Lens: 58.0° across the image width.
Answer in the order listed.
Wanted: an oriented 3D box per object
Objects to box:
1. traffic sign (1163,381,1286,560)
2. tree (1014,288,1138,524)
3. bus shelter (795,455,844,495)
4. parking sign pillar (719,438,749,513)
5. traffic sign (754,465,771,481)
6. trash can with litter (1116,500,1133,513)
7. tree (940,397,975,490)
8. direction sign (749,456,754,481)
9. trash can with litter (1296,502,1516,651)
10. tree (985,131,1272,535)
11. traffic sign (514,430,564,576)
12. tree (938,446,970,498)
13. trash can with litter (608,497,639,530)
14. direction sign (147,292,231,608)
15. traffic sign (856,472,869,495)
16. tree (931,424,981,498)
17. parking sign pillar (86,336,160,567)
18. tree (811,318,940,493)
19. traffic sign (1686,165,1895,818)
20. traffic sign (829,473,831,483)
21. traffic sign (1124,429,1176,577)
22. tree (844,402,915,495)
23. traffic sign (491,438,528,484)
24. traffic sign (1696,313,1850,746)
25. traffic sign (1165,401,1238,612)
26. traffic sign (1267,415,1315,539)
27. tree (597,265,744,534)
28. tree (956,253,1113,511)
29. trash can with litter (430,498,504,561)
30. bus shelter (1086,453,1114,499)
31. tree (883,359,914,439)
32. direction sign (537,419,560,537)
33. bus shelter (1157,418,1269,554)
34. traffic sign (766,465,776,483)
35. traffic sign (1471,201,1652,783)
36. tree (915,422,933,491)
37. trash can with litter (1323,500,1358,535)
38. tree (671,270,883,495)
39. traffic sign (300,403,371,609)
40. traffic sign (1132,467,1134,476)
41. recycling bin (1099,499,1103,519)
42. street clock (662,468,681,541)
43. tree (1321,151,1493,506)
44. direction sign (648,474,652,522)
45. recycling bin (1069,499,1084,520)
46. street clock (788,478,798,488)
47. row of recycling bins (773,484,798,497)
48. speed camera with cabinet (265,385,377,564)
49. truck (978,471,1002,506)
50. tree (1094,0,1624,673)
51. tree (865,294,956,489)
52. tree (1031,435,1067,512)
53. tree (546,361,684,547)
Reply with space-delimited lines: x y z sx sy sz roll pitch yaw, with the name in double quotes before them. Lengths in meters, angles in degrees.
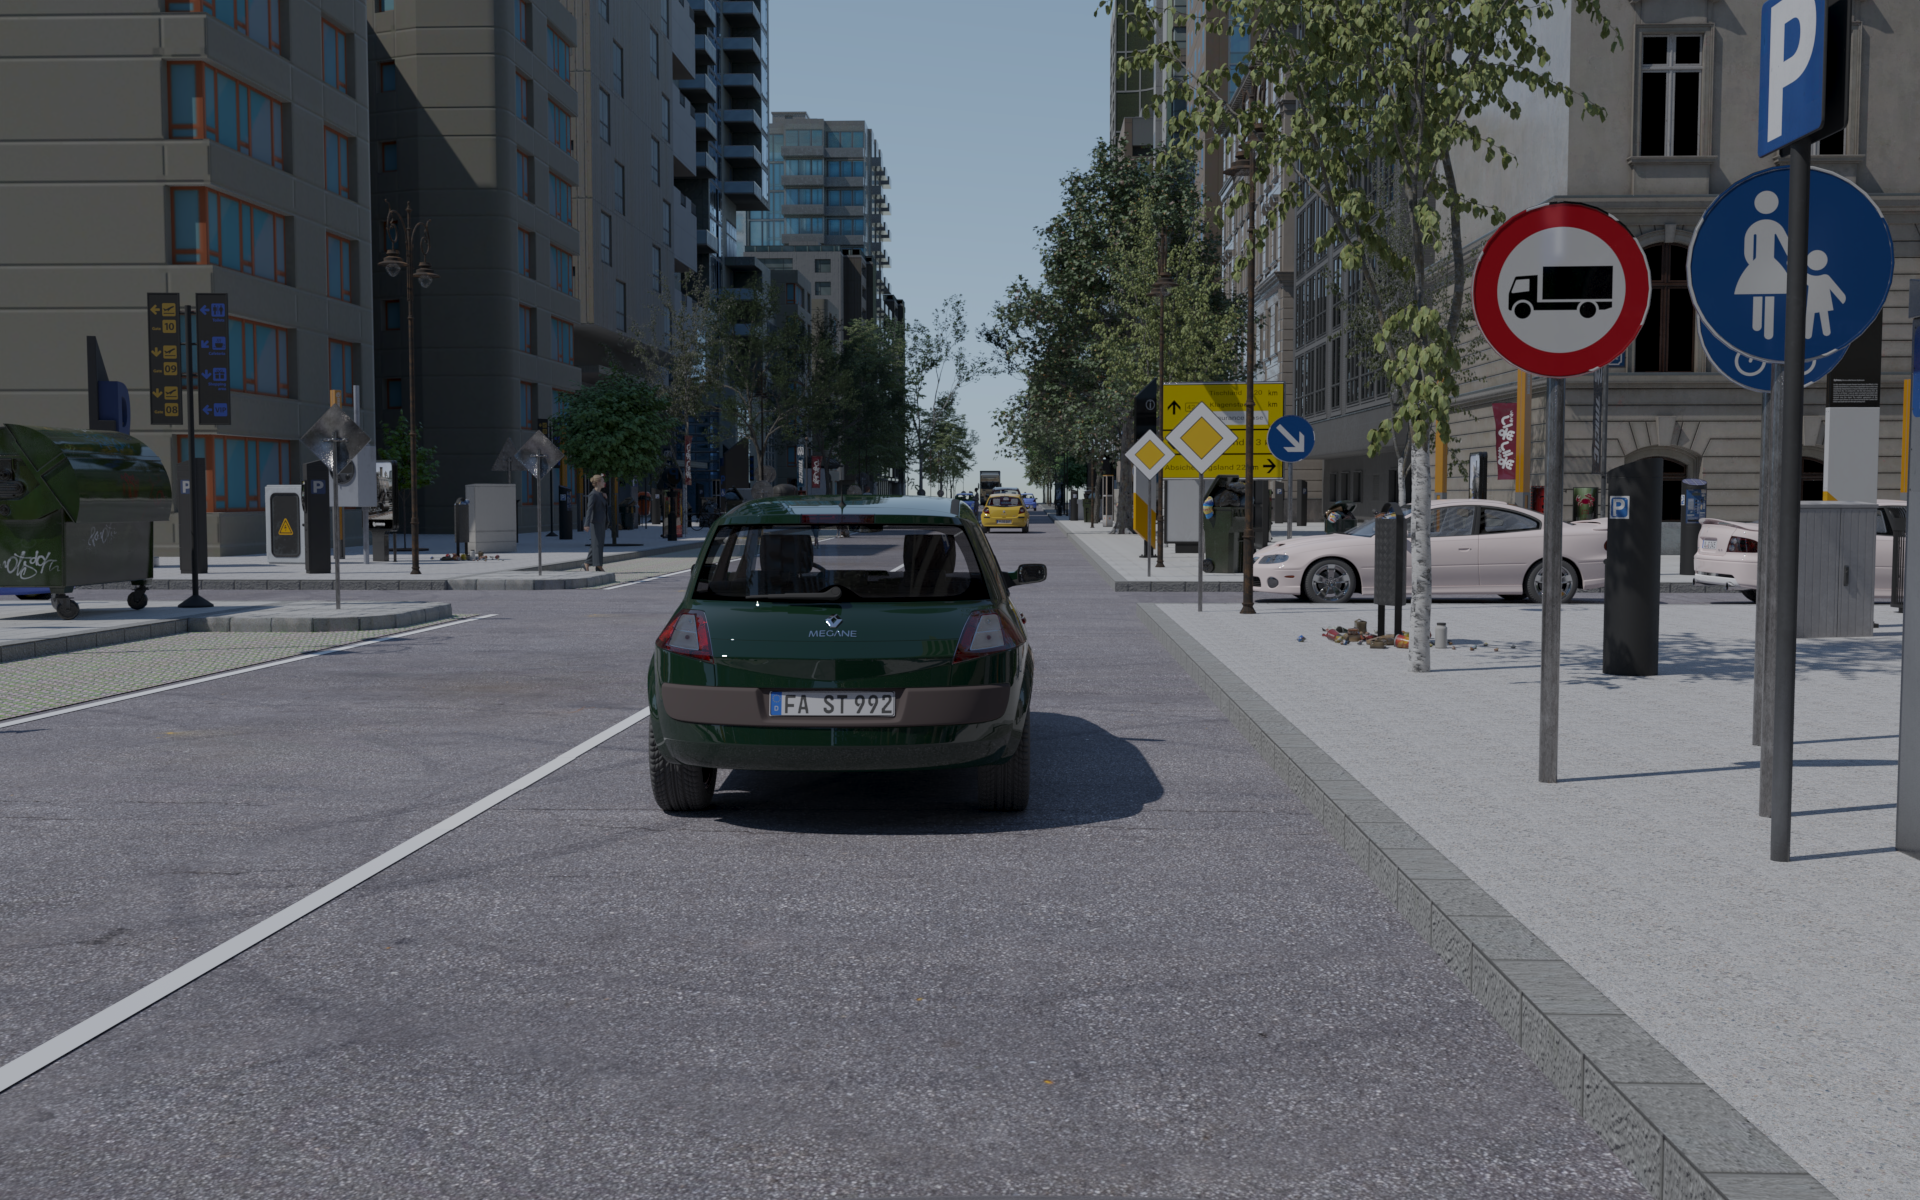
"traffic sign" 4.746 -2.297 31.433 2.265 3.308 0.079 1 4 12
"tree" 6.106 -8.577 74.643 7.601 10.594 8.767 3 5 43
"bus shelter" -7.538 -6.069 93.155 2.014 3.302 5.546 0 4 2
"parking sign pillar" -10.197 -5.498 78.358 1.447 3.967 1.447 -3 5 -43
"traffic sign" -8.728 -4.675 76.548 0.768 2.556 0.104 1 4 9
"trash can with litter" 6.583 -3.489 68.425 0.624 1.170 1.055 1 4 19
"tree" -2.101 -17.376 202.228 7.486 12.596 7.792 0 3 0
"direction sign" -12.534 -6.769 102.671 0.876 3.537 0.379 3 4 37
"trash can with litter" 3.753 -0.249 15.134 1.678 1.210 2.233 0 4 -2
"tree" 5.375 -8.437 54.945 9.611 12.733 9.660 0 3 0
"traffic sign" -6.605 -1.441 27.200 0.795 2.450 0.064 0 4 2
"tree" -0.608 -18.497 252.785 4.360 8.622 3.978 0 3 0
"trash can with litter" -11.945 -3.063 61.463 0.624 1.170 1.055 2 4 34
"direction sign" -8.679 -1.686 19.564 0.876 3.537 0.379 0 4 -4
"traffic sign" -5.755 -6.239 102.118 0.768 2.556 0.104 0 4 7
"tree" -1.119 -19.546 245.336 9.928 11.665 9.643 0 3 0
"parking sign pillar" -14.818 -2.553 30.219 1.447 3.967 1.447 -1 4 -15
"tree" -6.045 -11.871 112.219 7.486 12.596 7.792 0 3 0
"traffic sign" 3.224 -0.410 6.815 0.768 2.556 0.104 0 4 7
"traffic sign" -7.631 -5.967 97.671 0.768 2.556 0.104 0 4 3
"traffic sign" 2.931 -1.417 26.805 0.795 2.450 0.064 0 4 2
"tree" -6.118 -10.410 120.568 4.737 8.622 4.395 0 3 0
"traffic sign" -10.352 -2.433 39.791 0.884 2.594 0.081 1 4 8
"traffic sign" 4.089 -0.530 8.766 0.768 2.556 0.104 0 4 6
"traffic sign" 2.616 -0.929 18.826 0.795 2.450 0.064 0 4 2
"traffic sign" 5.330 -1.704 27.969 0.768 2.556 0.104 0 4 5
"tree" -9.018 -6.407 55.118 4.360 8.622 3.978 0 3 0
"tree" 6.973 -16.888 132.008 12.611 20.169 13.585 0 3 0
"trash can with litter" -9.557 -1.405 34.033 1.678 1.210 2.233 0 4 2
"bus shelter" 7.523 -6.335 94.852 1.731 3.624 6.357 0 4 2
"tree" -6.484 -9.248 85.625 8.767 10.594 7.601 0 4 -8
"direction sign" -12.354 -3.689 52.320 0.379 3.537 0.876 3 5 43
"bus shelter" 5.108 -2.508 34.926 2.014 3.302 5.546 0 4 2
"traffic sign" -8.541 -4.698 76.916 0.768 2.556 0.104 0 4 6
"traffic sign" 2.622 -0.461 7.644 0.768 2.556 0.104 0 4 5
"tree" -4.392 -11.160 132.826 4.737 8.622 4.395 0 3 0
"trash can with litter" 6.552 -1.173 30.564 0.624 1.170 1.055 -1 4 -17
"tree" -8.087 -8.390 71.587 8.767 10.594 7.601 0 4 3
"traffic sign" -6.920 -0.953 19.221 0.795 2.450 0.064 0 4 2
"traffic sign" 7.108 -4.131 67.654 0.768 2.556 0.104 1 4 9
"recycling bin" 7.105 -4.629 88.244 0.722 1.027 0.722 -3 5 -41
"street clock" -7.874 -2.616 47.343 0.358 2.002 0.471 3 5 44
"tree" 9.521 -5.285 36.767 4.360 8.622 3.978 0 3 0
"direction sign" -13.995 -5.288 78.449 0.379 3.537 0.876 -1 4 -15
"recycling bin" 5.743 -4.413 84.699 0.722 1.027 0.722 -1 4 -9
"street clock" -7.689 -4.620 80.111 0.471 2.002 0.358 -2 4 -33
"row of recycling bins" -7.233 -3.939 71.516 1.069 1.692 3.534 0 4 -2
"speed camera with cabinet" -11.703 -2.283 31.669 2.038 3.252 0.660 1 4 18
"truck" 3.646 -13.464 209.056 2.839 4.237 11.283 0 4 2
"tree" 3.081 -3.784 12.231 4.737 8.622 4.395 0 3 0
"tree" -2.469 -18.794 163.171 12.611 20.169 13.585 0 3 0
"tree" 6.944 -10.518 122.335 4.360 8.622 3.978 0 3 0
"tree" -8.517 -3.622 42.934 4.285 4.588 4.351 0 3 0
